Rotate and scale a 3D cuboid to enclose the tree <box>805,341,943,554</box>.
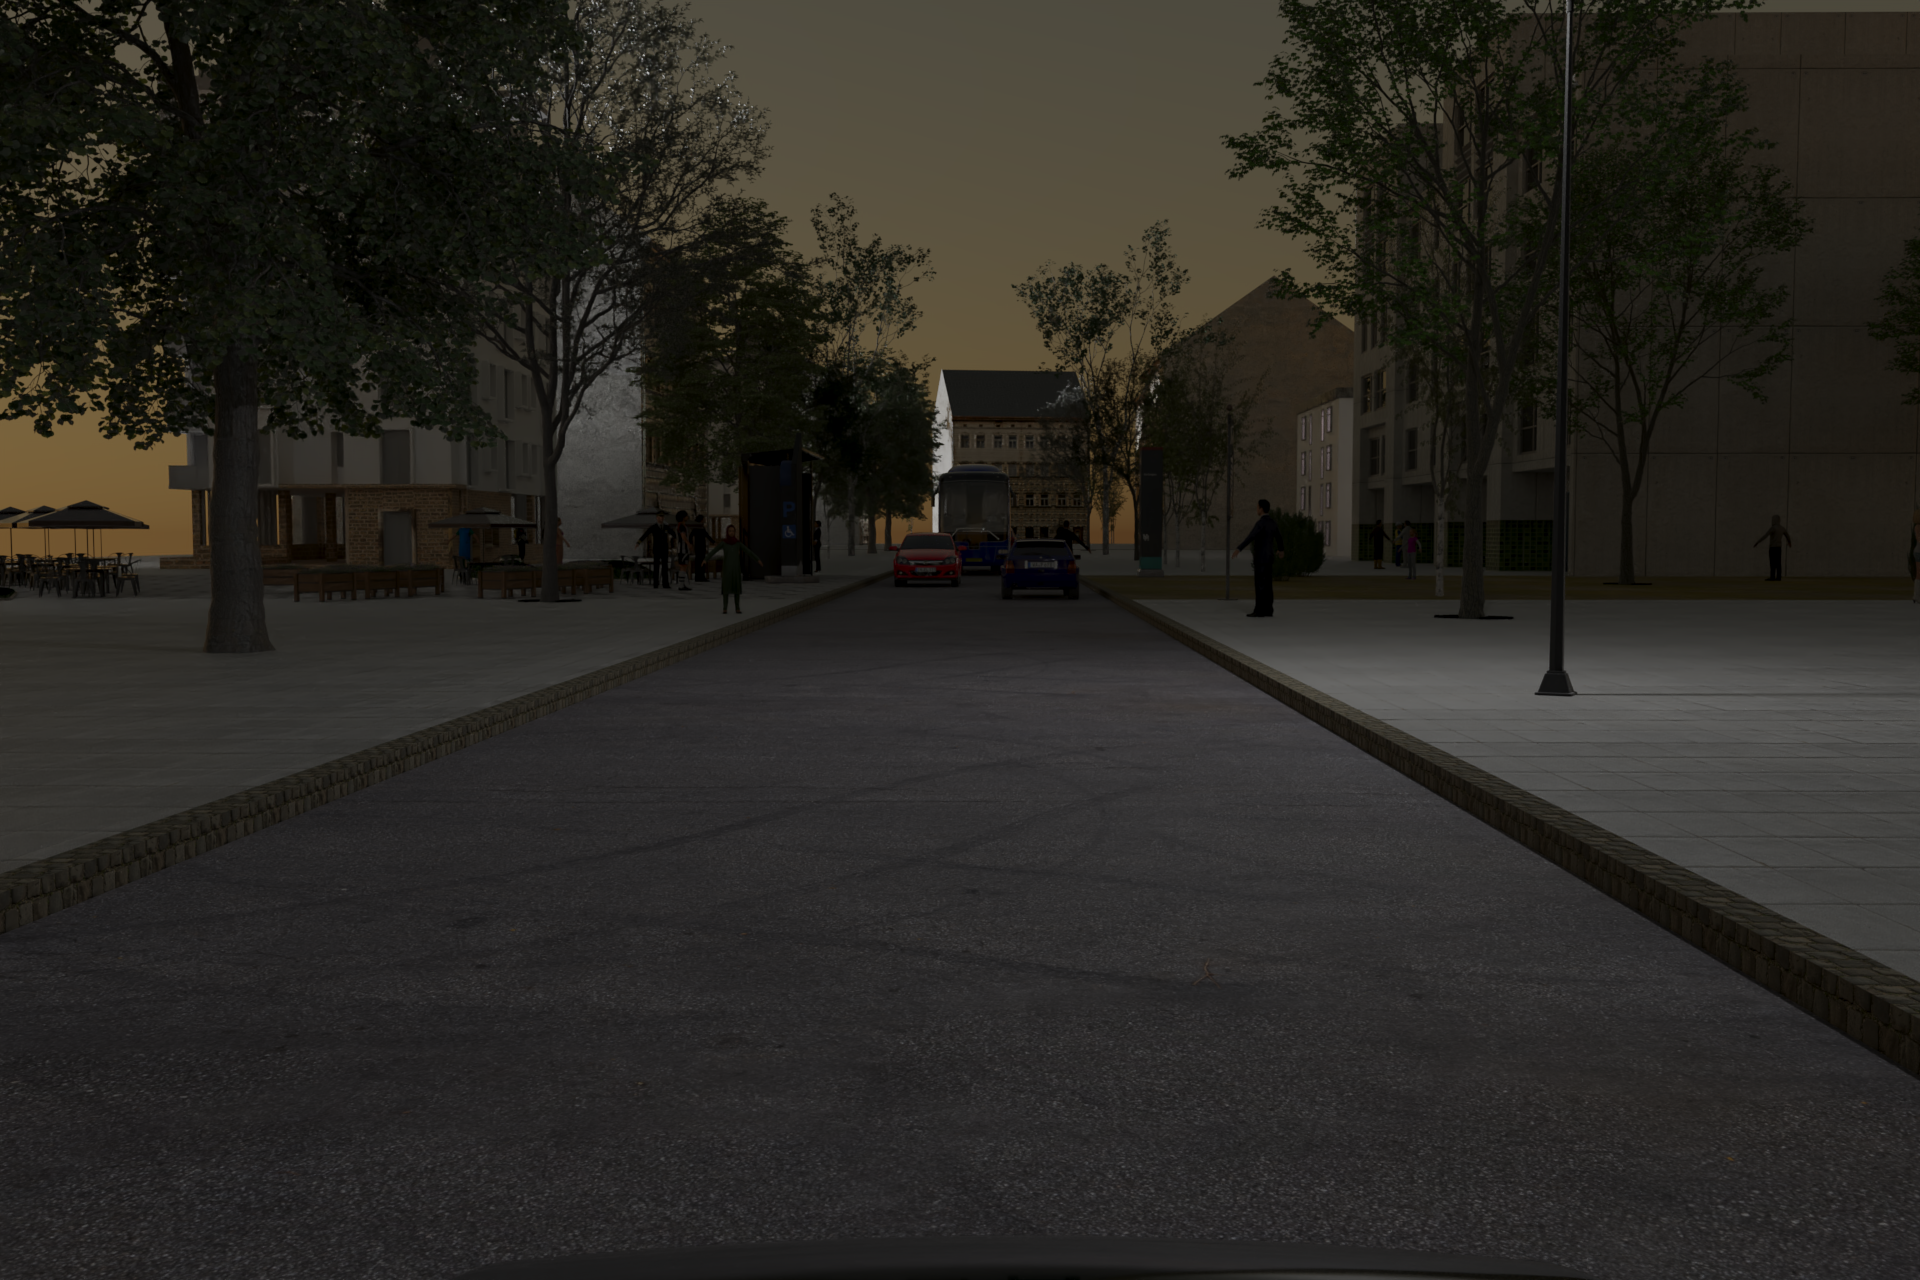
[{"bbox_3d":[-5.865,-12.644,113.387,9.857,13.997,8.962,0,3,0],"label":"tree"}]

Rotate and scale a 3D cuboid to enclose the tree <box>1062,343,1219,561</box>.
[{"bbox_3d":[8.740,-9.145,83.932,8.767,10.594,7.601,2,4,26],"label":"tree"}]

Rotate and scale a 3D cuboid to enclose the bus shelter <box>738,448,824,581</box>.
[{"bbox_3d":[-5.092,-3.596,50.073,1.731,3.624,6.357,0,4,1],"label":"bus shelter"}]

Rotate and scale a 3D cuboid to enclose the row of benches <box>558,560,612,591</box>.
[{"bbox_3d":[-8.758,-1.508,40.111,1.422,0.672,4.104,0,4,1],"label":"row of benches"}]

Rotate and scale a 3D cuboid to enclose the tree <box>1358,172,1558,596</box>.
[{"bbox_3d":[9.680,-5.212,35.582,4.360,8.622,3.978,0,3,0],"label":"tree"}]

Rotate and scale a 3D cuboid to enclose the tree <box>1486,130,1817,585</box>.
[{"bbox_3d":[17.033,-7.208,43.606,9.928,11.665,9.643,0,3,0],"label":"tree"}]

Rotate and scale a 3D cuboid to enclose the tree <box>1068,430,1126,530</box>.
[{"bbox_3d":[9.968,-10.204,117.193,4.360,8.622,3.978,0,3,0],"label":"tree"}]

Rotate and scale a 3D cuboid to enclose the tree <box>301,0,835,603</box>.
[{"bbox_3d":[-7.618,-7.456,32.276,12.009,13.543,11.850,0,3,0],"label":"tree"}]

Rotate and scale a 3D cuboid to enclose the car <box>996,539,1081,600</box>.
[{"bbox_3d":[1.786,-1.630,39.226,1.945,1.354,3.894,0,4,1],"label":"car"}]

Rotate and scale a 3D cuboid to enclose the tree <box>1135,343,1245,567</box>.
[{"bbox_3d":[8.542,-7.118,66.744,4.737,8.622,4.395,0,3,0],"label":"tree"}]

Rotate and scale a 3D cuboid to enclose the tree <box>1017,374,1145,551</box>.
[{"bbox_3d":[9.764,-13.517,131.372,12.009,13.543,11.850,0,3,0],"label":"tree"}]

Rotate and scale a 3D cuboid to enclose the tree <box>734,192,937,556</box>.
[{"bbox_3d":[-7.314,-14.872,99.051,12.611,20.169,13.585,0,3,0],"label":"tree"}]

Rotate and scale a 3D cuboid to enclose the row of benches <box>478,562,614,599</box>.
[{"bbox_3d":[-8.597,-1.256,35.991,1.422,0.672,4.104,1,4,21],"label":"row of benches"}]

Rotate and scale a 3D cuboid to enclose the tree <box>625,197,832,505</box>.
[{"bbox_3d":[-7.684,-8.612,58.928,7.486,12.596,7.792,0,3,0],"label":"tree"}]

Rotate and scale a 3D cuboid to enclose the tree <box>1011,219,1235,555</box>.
[{"bbox_3d":[9.742,-15.225,104.824,12.611,20.169,13.585,0,3,0],"label":"tree"}]

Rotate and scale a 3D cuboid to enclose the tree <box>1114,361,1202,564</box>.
[{"bbox_3d":[8.787,-7.524,73.378,4.360,8.622,3.978,0,3,0],"label":"tree"}]

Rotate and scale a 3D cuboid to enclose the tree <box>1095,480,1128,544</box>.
[{"bbox_3d":[20.183,-17.091,229.805,4.737,8.622,4.395,0,3,0],"label":"tree"}]

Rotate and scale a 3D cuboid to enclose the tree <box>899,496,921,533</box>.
[{"bbox_3d":[-6.641,-17.033,228.843,4.737,8.622,4.395,0,3,0],"label":"tree"}]

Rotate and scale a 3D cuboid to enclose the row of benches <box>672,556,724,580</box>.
[{"bbox_3d":[-7.107,-2.108,49.923,1.422,0.672,4.104,1,4,21],"label":"row of benches"}]

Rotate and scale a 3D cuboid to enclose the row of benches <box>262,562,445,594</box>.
[{"bbox_3d":[-13.167,-1.352,37.564,4.104,0.672,1.422,0,4,-6],"label":"row of benches"}]

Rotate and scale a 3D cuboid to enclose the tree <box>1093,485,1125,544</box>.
[{"bbox_3d":[19.934,-16.783,224.771,4.360,8.622,3.978,0,3,0],"label":"tree"}]

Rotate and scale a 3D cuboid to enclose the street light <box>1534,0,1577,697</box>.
[{"bbox_3d":[5.301,-2.514,13.640,1.470,5.913,1.316,0,4,1],"label":"street light"}]

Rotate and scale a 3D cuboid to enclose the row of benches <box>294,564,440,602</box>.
[{"bbox_3d":[-11.781,-1.161,34.451,1.422,0.672,4.104,1,4,16],"label":"row of benches"}]

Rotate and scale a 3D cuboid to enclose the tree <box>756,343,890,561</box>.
[{"bbox_3d":[-7.114,-9.011,81.740,8.767,10.594,7.601,2,4,24],"label":"tree"}]

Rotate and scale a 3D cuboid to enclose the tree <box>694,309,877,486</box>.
[{"bbox_3d":[-6.850,-8.375,71.347,7.601,10.594,8.767,2,4,29],"label":"tree"}]

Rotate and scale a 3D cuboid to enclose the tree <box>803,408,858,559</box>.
[{"bbox_3d":[-6.774,-8.523,89.714,4.360,8.622,3.978,0,3,0],"label":"tree"}]

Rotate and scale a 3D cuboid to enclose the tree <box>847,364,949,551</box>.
[{"bbox_3d":[-5.401,-13.688,130.455,9.857,13.997,8.962,0,3,0],"label":"tree"}]

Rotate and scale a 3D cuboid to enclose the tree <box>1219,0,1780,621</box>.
[{"bbox_3d":[7.953,-6.130,25.976,9.928,11.665,9.643,0,3,0],"label":"tree"}]

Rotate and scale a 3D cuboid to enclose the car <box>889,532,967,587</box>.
[{"bbox_3d":[-0.879,-2.402,48.308,2.155,1.783,4.494,0,4,1],"label":"car"}]

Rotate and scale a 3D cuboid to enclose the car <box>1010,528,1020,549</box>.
[{"bbox_3d":[1.816,-4.682,85.229,2.281,1.827,5.304,0,4,0],"label":"car"}]

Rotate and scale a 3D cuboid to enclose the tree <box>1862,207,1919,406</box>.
[{"bbox_3d":[28.982,-7.430,47.229,9.928,11.665,9.643,0,3,0],"label":"tree"}]

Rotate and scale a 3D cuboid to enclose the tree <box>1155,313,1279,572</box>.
[{"bbox_3d":[8.038,-6.622,58.625,4.360,8.622,3.978,0,3,0],"label":"tree"}]

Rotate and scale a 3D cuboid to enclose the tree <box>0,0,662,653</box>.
[{"bbox_3d":[-7.917,-6.850,18.652,9.857,13.997,8.962,0,3,0],"label":"tree"}]
